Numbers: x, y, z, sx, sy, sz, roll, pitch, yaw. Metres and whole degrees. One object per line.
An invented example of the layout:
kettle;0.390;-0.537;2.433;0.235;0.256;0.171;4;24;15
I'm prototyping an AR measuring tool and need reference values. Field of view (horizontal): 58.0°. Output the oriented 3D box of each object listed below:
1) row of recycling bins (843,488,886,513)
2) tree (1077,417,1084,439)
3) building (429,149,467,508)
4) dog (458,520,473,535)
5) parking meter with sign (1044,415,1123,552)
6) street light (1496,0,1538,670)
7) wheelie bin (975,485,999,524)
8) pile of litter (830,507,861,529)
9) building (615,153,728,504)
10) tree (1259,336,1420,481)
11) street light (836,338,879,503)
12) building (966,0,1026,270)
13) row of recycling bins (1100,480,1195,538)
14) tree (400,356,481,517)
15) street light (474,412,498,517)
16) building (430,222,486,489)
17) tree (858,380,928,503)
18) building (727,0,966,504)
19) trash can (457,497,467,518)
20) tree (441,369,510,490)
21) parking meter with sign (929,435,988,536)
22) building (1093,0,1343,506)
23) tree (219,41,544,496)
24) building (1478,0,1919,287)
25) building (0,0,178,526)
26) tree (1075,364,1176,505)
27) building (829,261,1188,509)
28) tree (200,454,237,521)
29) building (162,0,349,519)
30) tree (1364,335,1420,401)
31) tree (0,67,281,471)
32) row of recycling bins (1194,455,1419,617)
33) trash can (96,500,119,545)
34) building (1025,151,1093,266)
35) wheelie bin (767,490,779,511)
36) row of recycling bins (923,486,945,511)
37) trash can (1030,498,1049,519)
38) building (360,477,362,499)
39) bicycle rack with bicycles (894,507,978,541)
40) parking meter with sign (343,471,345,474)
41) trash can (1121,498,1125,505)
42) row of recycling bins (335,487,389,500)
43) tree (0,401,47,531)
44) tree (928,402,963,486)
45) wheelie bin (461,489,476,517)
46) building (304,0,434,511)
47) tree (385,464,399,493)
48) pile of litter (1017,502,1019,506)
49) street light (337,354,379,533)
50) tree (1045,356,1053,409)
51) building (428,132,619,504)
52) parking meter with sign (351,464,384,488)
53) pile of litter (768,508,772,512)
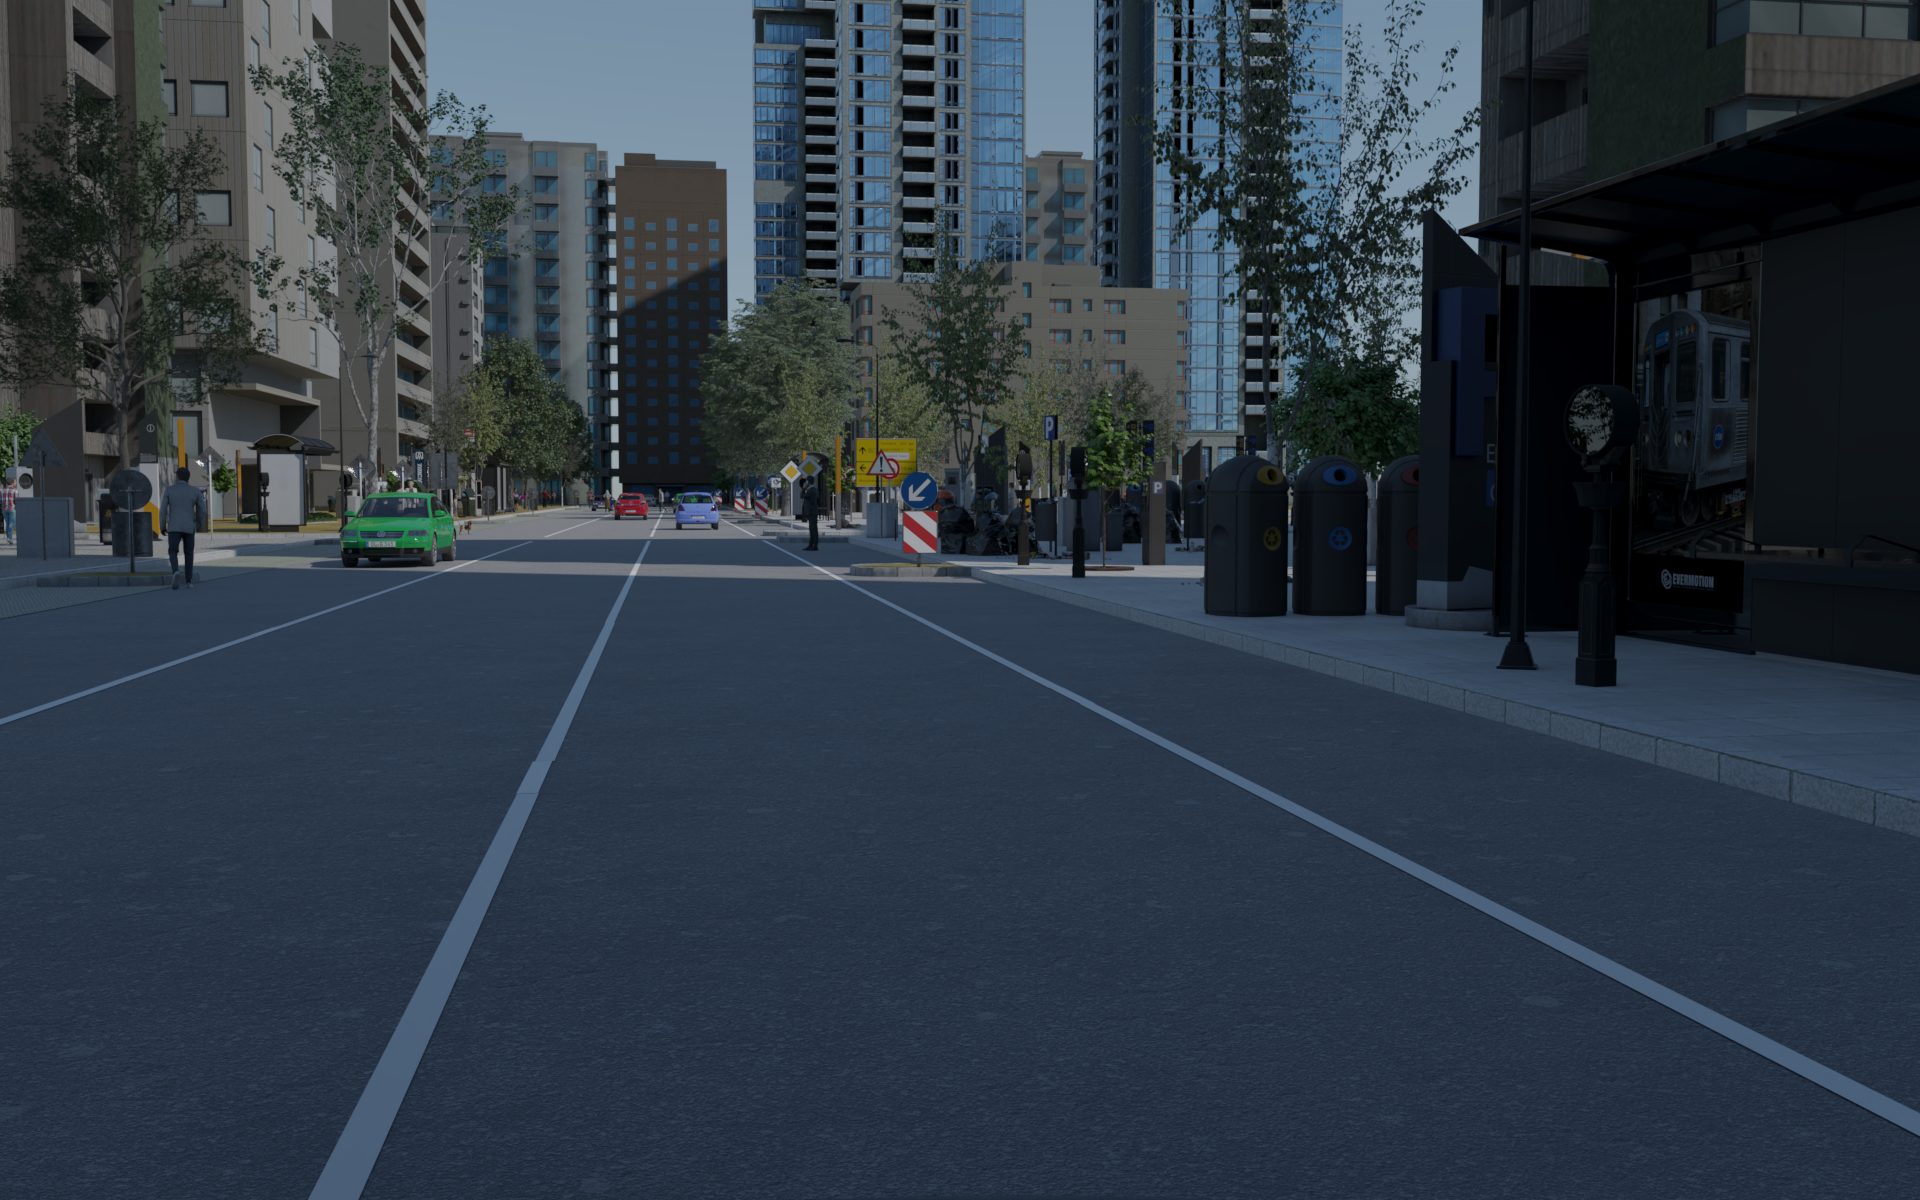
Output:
row of recycling bins;-6.401;-6.884;119.662;3.534;1.692;1.069;-2;4;-23
tree;3.597;-8.104;82.862;4.737;8.622;4.395;0;3;0
building;-63.269;-28.671;160.657;32.217;40.220;23.993;-1;4;-9
dog;-17.464;-2.560;61.143;0.406;0.507;0.540;0;4;-1
parking meter with sign;2.783;-2.594;38.681;1.738;3.016;0.543;-1;4;-22
street light;3.572;-2.445;12.509;1.470;5.913;1.316;-1;4;-9
wheelie bin;0.893;-3.278;61.500;0.980;1.594;0.693;1;4;12
pile of litter;-4.287;-3.122;65.003;1.176;0.858;1.719;0;4;-6
building;-38.324;-35.533;231.072;14.200;45.320;14.600;-1;4;-9
tree;7.838;-3.155;35.305;4.285;4.588;4.351;0;3;0
street light;-3.014;-4.854;51.903;1.470;5.913;1.316;-1;4;-9
building;-4.687;-53.420;186.088;22.319;86.520;31.000;-1;4;-9
row of recycling bins;5.649;-2.685;51.021;3.534;1.692;1.069;1;4;20
tree;-27.183;-8.642;91.665;4.360;8.622;3.978;0;3;0
street light;-26.679;-7.645;97.531;1.470;5.913;1.316;-1;4;-9
building;-58.985;-25.423;187.359;14.107;30.474;14.160;-1;4;-9
tree;-4.655;-9.856;111.515;4.360;8.622;3.978;0;3;0
building;-16.609;-56.533;236.991;31.000;86.520;22.319;-1;4;-9
trash can;-27.219;-5.070;94.541;0.748;1.137;0.748;0;3;0
tree;-28.330;-9.247;101.551;4.737;8.622;4.395;0;3;0
parking meter with sign;-0.065;-3.375;51.445;1.738;3.016;0.543;2;4;25
building;29.609;-54.135;197.775;31.000;86.520;22.319;-1;4;-9
tree;-23.774;-13.199;71.690;12.611;20.169;13.585;0;3;0
building;18.071;-16.074;34.510;14.160;30.474;14.107;-1;4;-9
building;-41.006;-18.202;69.306;14.160;30.474;14.107;-1;4;-9
tree;11.812;-11.529;122.905;7.601;10.594;8.767;-1;4;-10
building;3.189;-19.152;158.167;27.650;21.520;28.899;-1;4;-9
tree;-35.151;-5.391;82.737;1.663;3.219;1.824;0;3;0
building;-51.219;-31.069;97.219;28.713;52.752;27.495;-1;4;-9
tree;19.779;-7.921;79.871;4.737;8.622;4.395;0;3;0
tree;-19.168;-6.396;38.990;8.767;10.594;7.601;3;5;44
row of recycling bins;4.375;-0.695;18.475;3.534;1.692;1.069;0;4;-2
trash can;-21.284;-1.948;43.500;0.748;1.137;0.748;0;3;0
building;13.711;-38.225;244.587;30.456;49.044;23.786;-1;4;-9
wheelie bin;-14.011;-7.474;130.108;0.693;1.594;0.980;3;5;45
row of recycling bins;-0.747;-4.708;84.086;1.069;1.692;3.534;-2;4;-28
trash can;2.871;-3.129;62.817;0.748;1.137;0.748;0;3;0
building;-82.318;-33.046;223.893;14.086;41.232;14.154;-1;4;-9
bicycle rack with bicycles;-0.791;-2.149;48.526;2.852;0.926;2.925;0;4;-1
parking meter with sign;-42.646;-7.715;122.405;1.738;3.016;0.543;-1;4;-19
trash can;6.166;-3.144;63.060;0.748;1.137;0.748;0;3;0
row of recycling bins;-33.518;-5.503;97.080;3.534;1.692;1.069;1;4;21
tree;-33.563;-4.746;61.305;4.285;4.588;4.351;0;3;0
tree;-1.795;-10.962;129.590;4.360;8.622;3.978;0;3;0
wheelie bin;-28.146;-5.582;99.174;0.693;1.594;0.980;2;4;31
building;-54.925;-31.500;138.721;21.300;48.544;21.600;-1;4;-9
tree;-35.418;-6.926;107.841;1.663;3.219;1.824;0;3;0
pile of litter;3.413;-5.406;102.358;1.719;0.858;1.176;-1;4;-12
street light;-19.991;-5.199;57.545;1.470;5.913;1.316;-1;4;-9
tree;5.656;-7.749;77.066;4.360;8.622;3.978;0;3;0
building;-61.096;-37.442;231.785;30.456;49.044;23.786;-1;4;-9
parking meter with sign;-34.068;-6.325;99.676;1.738;3.016;0.543;-3;5;-45
pile of litter;-14.078;-6.848;125.928;1.176;0.858;1.719;0;4;5
